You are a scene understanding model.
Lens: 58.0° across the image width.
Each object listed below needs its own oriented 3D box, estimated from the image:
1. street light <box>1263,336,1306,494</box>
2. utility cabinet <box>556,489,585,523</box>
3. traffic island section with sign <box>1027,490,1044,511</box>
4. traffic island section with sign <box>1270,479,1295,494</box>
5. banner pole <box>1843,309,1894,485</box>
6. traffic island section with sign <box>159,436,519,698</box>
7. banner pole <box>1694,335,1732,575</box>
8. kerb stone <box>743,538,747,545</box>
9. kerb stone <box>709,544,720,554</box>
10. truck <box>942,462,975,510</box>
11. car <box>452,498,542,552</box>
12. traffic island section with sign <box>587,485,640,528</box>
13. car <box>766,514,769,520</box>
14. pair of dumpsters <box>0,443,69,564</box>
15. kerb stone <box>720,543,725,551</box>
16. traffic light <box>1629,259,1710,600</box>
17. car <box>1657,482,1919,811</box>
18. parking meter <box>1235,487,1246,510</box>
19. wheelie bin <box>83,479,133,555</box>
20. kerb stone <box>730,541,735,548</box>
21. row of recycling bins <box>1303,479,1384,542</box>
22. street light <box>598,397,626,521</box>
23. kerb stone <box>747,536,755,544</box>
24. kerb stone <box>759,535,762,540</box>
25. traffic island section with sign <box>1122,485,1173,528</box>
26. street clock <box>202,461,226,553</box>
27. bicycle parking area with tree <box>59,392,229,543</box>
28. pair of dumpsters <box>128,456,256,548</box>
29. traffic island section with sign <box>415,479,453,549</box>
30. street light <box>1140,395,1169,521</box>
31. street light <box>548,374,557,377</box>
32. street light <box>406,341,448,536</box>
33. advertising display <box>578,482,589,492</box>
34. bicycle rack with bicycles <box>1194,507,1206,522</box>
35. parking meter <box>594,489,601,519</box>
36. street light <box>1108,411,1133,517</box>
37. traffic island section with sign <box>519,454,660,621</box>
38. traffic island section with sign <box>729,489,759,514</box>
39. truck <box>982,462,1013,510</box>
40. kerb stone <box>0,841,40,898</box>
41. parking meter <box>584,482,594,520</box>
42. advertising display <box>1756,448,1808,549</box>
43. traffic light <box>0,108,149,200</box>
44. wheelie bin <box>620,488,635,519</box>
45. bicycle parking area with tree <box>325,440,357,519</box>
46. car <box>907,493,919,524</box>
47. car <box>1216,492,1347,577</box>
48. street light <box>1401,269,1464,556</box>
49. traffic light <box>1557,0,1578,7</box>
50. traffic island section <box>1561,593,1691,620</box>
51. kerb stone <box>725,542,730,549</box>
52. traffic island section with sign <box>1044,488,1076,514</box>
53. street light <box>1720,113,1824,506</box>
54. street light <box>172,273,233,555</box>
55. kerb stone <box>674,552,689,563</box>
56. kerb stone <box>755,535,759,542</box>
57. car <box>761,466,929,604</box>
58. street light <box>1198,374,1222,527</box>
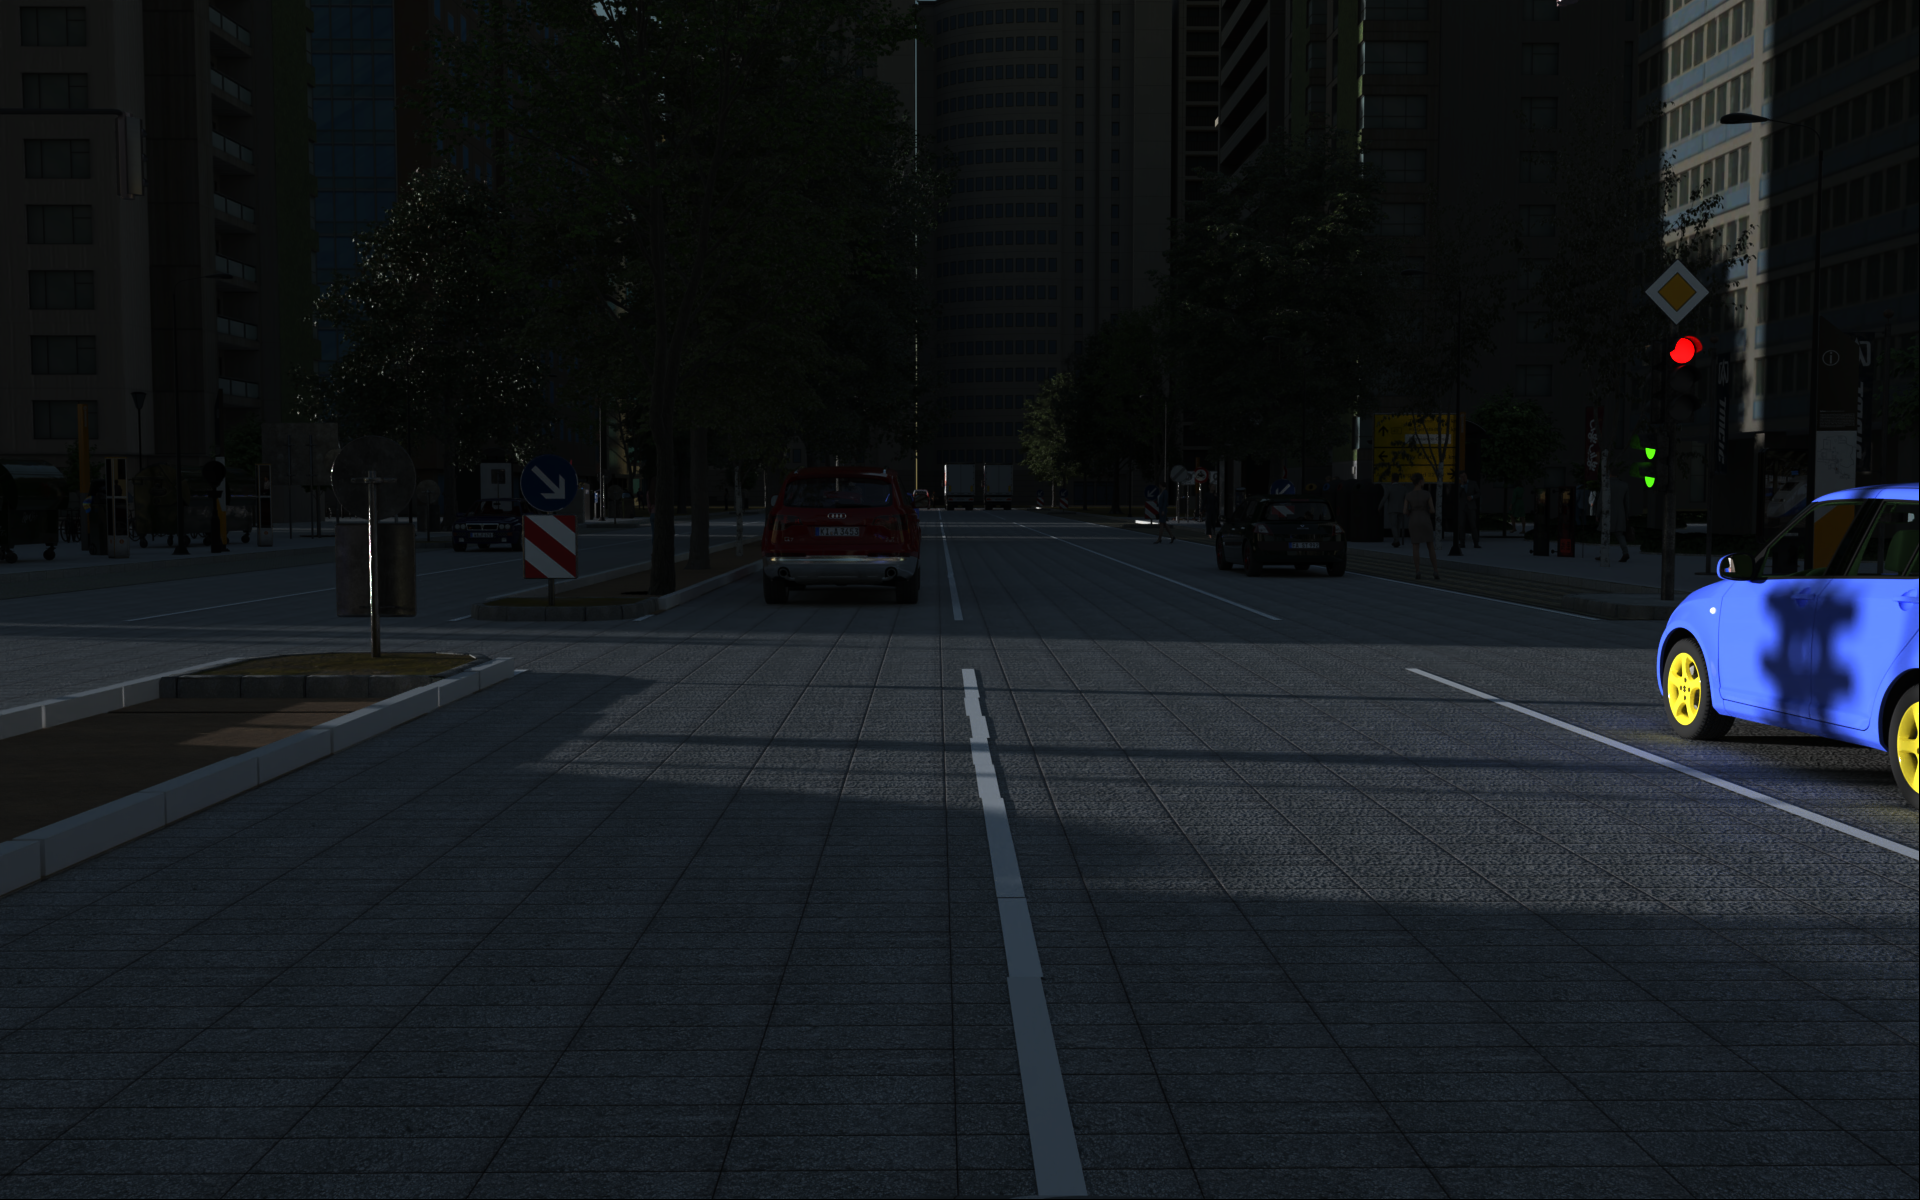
[{"bbox_3d":[9.606,-4.805,51.098,1.470,5.913,1.316,0,4,-1],"label":"street light"},{"bbox_3d":[-16.890,-4.061,75.075,1.173,1.500,0.318,0,4,3],"label":"utility cabinet"},{"bbox_3d":[6.808,-8.669,150.359,1.989,1.847,2.006,0,4,-1],"label":"traffic island section with sign"},{"bbox_3d":[8.249,-2.266,45.677,1.989,1.847,2.006,0,4,-1],"label":"traffic island section with sign"},{"bbox_3d":[12.321,-2.051,23.554,0.863,3.779,0.401,1,4,9],"label":"banner pole"},{"bbox_3d":[-4.600,-0.299,13.024,2.006,1.907,1.989,0,4,-1],"label":"traffic island section with sign"},{"bbox_3d":[11.891,-2.274,27.197,0.401,3.779,0.863,0,4,1],"label":"banner pole"},{"bbox_3d":[-6.141,-1.607,48.468,0.120,0.150,1.000,0,4,-1],"label":"kerb stone"},{"bbox_3d":[-6.059,-1.231,42.324,0.120,0.150,1.000,0,4,-1],"label":"kerb stone"},{"bbox_3d":[-0.106,-10.189,155.510,2.839,4.237,11.283,0,4,-2],"label":"truck"},{"bbox_3d":[-11.799,-1.946,44.405,1.945,1.354,3.894,0,4,-2],"label":"car"},{"bbox_3d":[-14.659,-3.963,73.418,1.989,1.847,2.006,0,4,-1],"label":"traffic island section with sign"},{"bbox_3d":[-2.286,-1.254,29.549,2.155,1.783,4.494,0,4,0],"label":"car"},{"bbox_3d":[-17.999,-1.770,31.428,1.574,2.255,4.437,0,4,-1],"label":"pair of dumpsters"},{"bbox_3d":[-6.071,-1.294,43.350,0.120,0.150,1.000,0,4,-1],"label":"kerb stone"},{"bbox_3d":[8.538,-1.952,20.837,0.839,4.253,0.868,0,4,-1],"label":"traffic light"},{"bbox_3d":[5.096,0.034,9.043,1.945,1.707,3.694,0,4,-2],"label":"car"},{"bbox_3d":[9.984,-3.257,61.660,0.372,1.533,0.369,0,3,0],"label":"parking meter"},{"bbox_3d":[-17.905,-1.749,36.500,0.693,1.594,0.980,3,5,43],"label":"wheelie bin"},{"bbox_3d":[-6.096,-1.419,45.401,0.120,0.150,1.000,0,4,-1],"label":"kerb stone"},{"bbox_3d":[10.545,-2.481,47.675,1.069,1.692,3.534,-1,4,-17],"label":"row of recycling bins"},{"bbox_3d":[-16.593,-6.736,82.676,1.470,5.913,1.316,0,4,-1],"label":"street light"},{"bbox_3d":[-6.175,-1.733,50.528,0.120,0.150,1.000,0,4,-1],"label":"kerb stone"},{"bbox_3d":[-6.199,-1.858,52.576,0.120,0.150,1.000,0,4,-1],"label":"kerb stone"},{"bbox_3d":[7.878,-3.934,72.943,1.989,1.847,2.006,0,4,-1],"label":"traffic island section with sign"},{"bbox_3d":[-16.216,-2.026,37.693,0.471,2.002,0.358,-2,4,-30],"label":"street clock"},{"bbox_3d":[-25.636,-3.760,48.478,8.231,4.147,9.016,1,4,13],"label":"bicycle parking area with tree"},{"bbox_3d":[-19.020,-2.484,43.111,1.574,2.255,4.437,0,4,-1],"label":"pair of dumpsters"},{"bbox_3d":[-14.288,-2.297,46.179,1.989,1.847,2.006,0,4,-1],"label":"traffic island section with sign"},{"bbox_3d":[9.130,-6.654,81.337,1.470,5.913,1.316,0,4,-1],"label":"street light"},{"bbox_3d":[-16.298,-5.790,67.205,1.470,5.913,1.316,0,4,-1],"label":"street light"},{"bbox_3d":[-16.175,-4.893,52.545,1.470,5.913,1.316,0,4,-1],"label":"street light"},{"bbox_3d":[-19.692,-5.192,90.105,0.974,1.923,0.123,2,4,23],"label":"advertising display"},{"bbox_3d":[12.021,-4.053,79.643,2.925,0.926,2.852,0,4,-1],"label":"bicycle rack with bicycles"},{"bbox_3d":[-19.026,-5.055,91.061,0.372,1.533,0.369,0,3,0],"label":"parking meter"},{"bbox_3d":[8.897,-7.551,95.995,1.470,5.913,1.316,0,4,-1],"label":"street light"},{"bbox_3d":[-4.692,-0.752,20.430,2.006,1.907,1.989,0,4,-1],"label":"traffic island section with sign"},{"bbox_3d":[-15.336,-7.009,123.231,1.989,1.847,2.006,0,4,-1],"label":"traffic island section with sign"},{"bbox_3d":[3.445,-10.367,158.421,2.839,4.237,11.283,0,4,0],"label":"truck"},{"bbox_3d":[-3.457,0.996,5.910,0.120,0.150,1.000,0,4,-1],"label":"kerb stone"},{"bbox_3d":[-18.609,-4.965,86.886,0.399,1.863,0.255,2,4,27],"label":"parking meter"},{"bbox_3d":[11.657,-1.176,24.434,0.974,1.923,0.123,-1,4,-20],"label":"advertising display"},{"bbox_3d":[-12.130,-2.808,20.573,4.771,5.953,1.251,0,4,-1],"label":"traffic light"},{"bbox_3d":[-17.445,-5.068,90.763,0.693,1.594,0.980,-2,4,-28],"label":"wheelie bin"},{"bbox_3d":[-35.323,-6.394,91.546,8.231,4.147,9.016,0,4,3],"label":"bicycle parking area with tree"},{"bbox_3d":[-2.820,-4.461,82.524,1.945,1.707,3.694,0,4,0],"label":"car"},{"bbox_3d":[5.775,-1.325,31.455,2.009,1.686,4.222,0,4,-2],"label":"car"},{"bbox_3d":[9.797,-3.878,35.945,1.470,5.913,1.316,0,4,-1],"label":"street light"},{"bbox_3d":[6.557,-2.325,12.683,4.771,5.953,1.251,0,4,-1],"label":"traffic light"},{"bbox_3d":[8.578,0.081,20.951,2.009,0.180,2.903,0,4,-1],"label":"traffic island section"},{"bbox_3d":[-6.086,-1.357,44.378,0.120,0.150,1.000,0,4,-1],"label":"kerb stone"},{"bbox_3d":[7.187,-6.977,122.696,1.989,1.847,2.006,0,4,-1],"label":"traffic island section with sign"},{"bbox_3d":[9.965,-2.981,21.285,1.470,5.913,1.316,0,4,-1],"label":"street light"},{"bbox_3d":[-15.967,-3.914,36.529,1.470,5.913,1.316,0,4,-1],"label":"street light"},{"bbox_3d":[-5.983,-0.913,37.166,0.120,0.150,1.000,0,4,-1],"label":"kerb stone"},{"bbox_3d":[-6.182,-1.792,51.550,0.120,0.150,1.000,0,4,-1],"label":"kerb stone"},{"bbox_3d":[-1.570,-0.947,24.151,2.281,1.827,5.304,0,4,-1],"label":"car"},{"bbox_3d":[9.414,-5.758,66.679,1.470,5.913,1.316,0,4,-1],"label":"street light"}]
